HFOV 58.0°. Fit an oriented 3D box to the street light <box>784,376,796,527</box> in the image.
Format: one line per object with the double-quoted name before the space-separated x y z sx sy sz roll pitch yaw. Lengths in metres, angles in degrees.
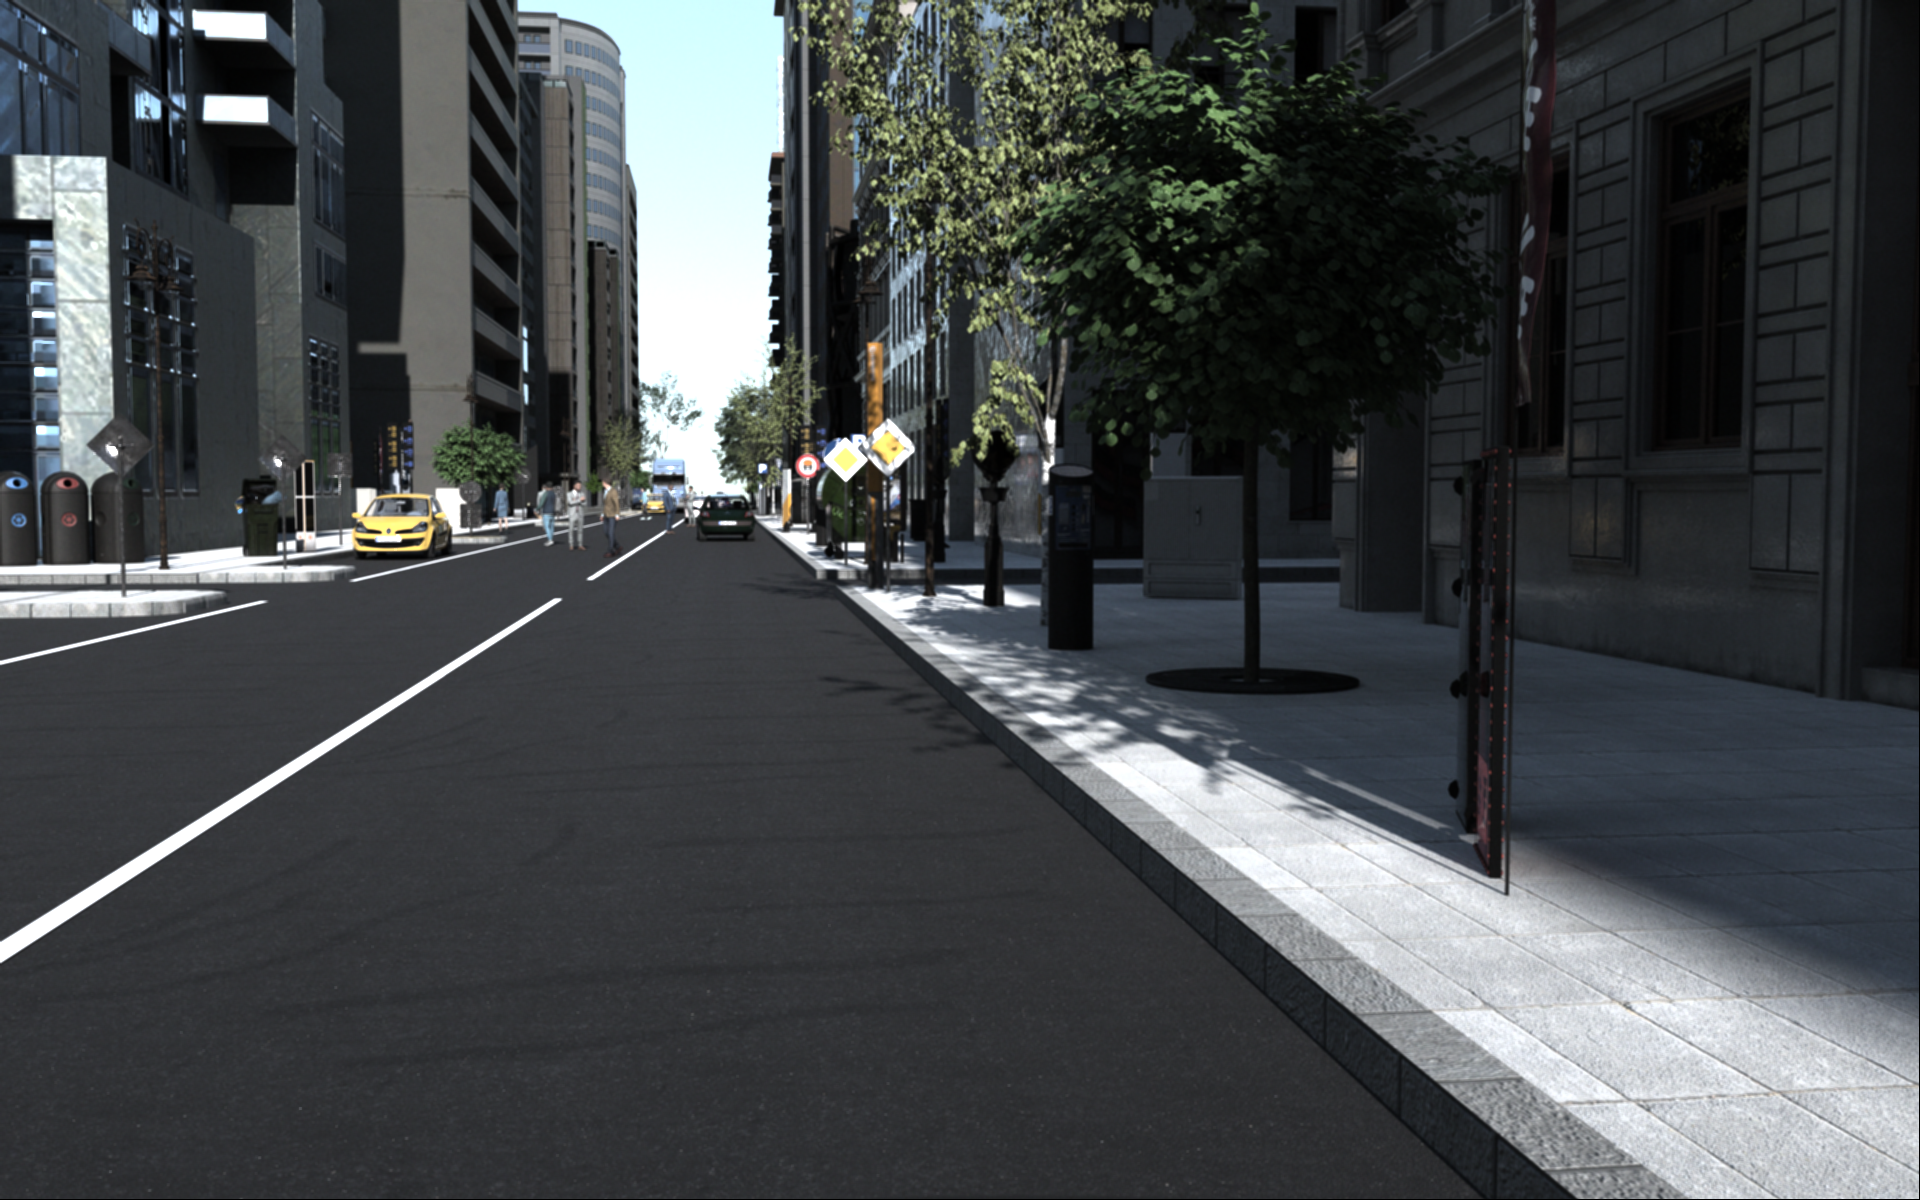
"street light" -6.652 -5.826 68.042 0.468 5.910 1.993 0 4 -8

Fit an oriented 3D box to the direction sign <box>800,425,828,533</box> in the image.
"direction sign" -4.833 -3.978 57.045 0.876 3.537 0.379 -1 4 -16

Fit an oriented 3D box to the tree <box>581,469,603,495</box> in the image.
"tree" -28.718 -8.672 136.387 1.663 3.219 1.824 0 3 0

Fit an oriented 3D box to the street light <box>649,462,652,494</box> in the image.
"street light" -40.212 -15.424 224.969 0.468 5.910 1.993 0 4 -8

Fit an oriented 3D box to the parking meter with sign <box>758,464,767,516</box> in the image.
"parking meter with sign" -11.490 -6.379 100.554 0.543 3.016 1.738 -1 4 -9

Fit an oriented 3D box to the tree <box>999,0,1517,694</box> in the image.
"tree" 1.968 -1.714 11.735 4.285 4.588 4.351 0 3 0

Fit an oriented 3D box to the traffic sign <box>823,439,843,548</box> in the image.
"traffic sign" -2.763 -2.433 39.890 0.768 2.556 0.104 0 4 -7

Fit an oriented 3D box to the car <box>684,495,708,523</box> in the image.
"car" -12.865 -4.571 87.092 2.083 1.381 4.827 0 4 -6

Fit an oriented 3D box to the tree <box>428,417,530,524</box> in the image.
"tree" -21.073 -5.745 77.651 4.285 4.588 4.351 0 3 0

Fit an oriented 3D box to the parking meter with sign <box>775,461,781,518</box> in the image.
"parking meter with sign" -8.774 -5.788 90.892 1.738 3.016 0.543 1 4 17

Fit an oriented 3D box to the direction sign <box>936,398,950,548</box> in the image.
"direction sign" -0.421 -3.019 41.352 0.379 3.537 0.876 -1 4 -19

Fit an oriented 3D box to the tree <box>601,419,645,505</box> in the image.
"tree" -32.978 -13.400 169.454 4.360 8.622 3.978 0 3 0

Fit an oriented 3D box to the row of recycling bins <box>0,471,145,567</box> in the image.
"row of recycling bins" -16.648 -1.476 31.251 3.534 1.692 1.069 -3 5 -45

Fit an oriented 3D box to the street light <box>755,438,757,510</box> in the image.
"street light" -16.887 -10.420 143.157 0.468 5.910 1.993 0 4 -8

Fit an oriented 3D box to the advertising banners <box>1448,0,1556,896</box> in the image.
"advertising banners" 1.839 -0.597 5.950 0.090 3.025 2.074 1 4 11

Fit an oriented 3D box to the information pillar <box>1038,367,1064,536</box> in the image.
"information pillar" 1.656 -2.439 31.240 0.504 3.616 0.183 2 4 28

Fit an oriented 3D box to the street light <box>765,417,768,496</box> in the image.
"street light" -11.677 -8.067 104.679 0.468 5.910 1.993 0 4 -8

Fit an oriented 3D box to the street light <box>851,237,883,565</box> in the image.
"street light" -1.679 -3.585 31.399 0.468 5.910 1.993 0 4 -8

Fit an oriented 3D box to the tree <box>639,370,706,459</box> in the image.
"tree" -44.003 -24.834 261.924 12.611 20.169 13.585 0 3 0

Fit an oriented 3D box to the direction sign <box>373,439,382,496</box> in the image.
"direction sign" -23.827 -4.831 70.981 0.379 3.537 0.876 -3 5 -41

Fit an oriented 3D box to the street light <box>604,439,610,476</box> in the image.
"street light" -28.983 -10.377 142.447 0.468 5.910 1.993 0 4 -8

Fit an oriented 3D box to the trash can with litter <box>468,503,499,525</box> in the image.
"trash can with litter" -19.892 -3.642 70.600 2.233 1.210 1.678 -1 4 -12

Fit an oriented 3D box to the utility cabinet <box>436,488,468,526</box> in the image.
"utility cabinet" -19.948 -3.631 68.050 1.173 1.500 0.318 0 3 0

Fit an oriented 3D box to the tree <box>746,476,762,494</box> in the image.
"tree" -19.310 -10.533 166.809 1.663 3.219 1.824 0 3 0

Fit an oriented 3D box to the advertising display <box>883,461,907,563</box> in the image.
"advertising display" -1.300 -1.672 32.543 0.123 1.923 0.974 -2 4 -32

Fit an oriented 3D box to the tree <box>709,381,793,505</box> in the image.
"tree" -23.365 -17.674 195.619 9.857 13.997 8.962 0 3 0

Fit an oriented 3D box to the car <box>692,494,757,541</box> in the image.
"car" -7.331 -2.709 54.072 2.009 1.686 4.222 -1 4 -10

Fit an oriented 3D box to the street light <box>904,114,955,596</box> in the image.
"street light" -0.383 -2.987 21.620 0.468 5.910 1.993 0 4 -8

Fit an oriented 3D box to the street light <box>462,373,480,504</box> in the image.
"street light" -18.668 -5.717 66.264 0.468 5.910 1.993 0 4 -8

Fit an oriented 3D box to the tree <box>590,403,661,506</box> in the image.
"tree" -34.675 -14.939 178.669 8.767 10.594 7.601 1 4 17

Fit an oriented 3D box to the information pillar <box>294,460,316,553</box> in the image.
"information pillar" -14.344 -2.045 37.934 0.304 2.012 0.304 2 4 31

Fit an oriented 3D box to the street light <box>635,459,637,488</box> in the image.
"street light" -35.085 -13.154 187.863 0.468 5.910 1.993 0 4 -8

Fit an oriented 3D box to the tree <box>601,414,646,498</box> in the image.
"tree" -31.506 -12.867 160.729 4.737 8.622 4.395 0 3 0

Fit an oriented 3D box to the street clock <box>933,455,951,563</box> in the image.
"street clock" -0.404 -1.708 32.489 0.358 2.002 0.471 2 4 35

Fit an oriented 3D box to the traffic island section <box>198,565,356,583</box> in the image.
"traffic island section" -11.507 -0.440 29.477 2.009 0.180 2.903 0 4 -8

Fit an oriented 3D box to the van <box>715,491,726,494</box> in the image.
"van" -31.127 -13.375 225.690 2.013 2.044 4.112 0 4 -6

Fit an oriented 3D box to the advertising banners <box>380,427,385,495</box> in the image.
"advertising banners" -15.341 -3.045 45.972 0.090 3.025 2.074 -1 4 -17

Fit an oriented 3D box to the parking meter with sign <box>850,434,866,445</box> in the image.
"parking meter with sign" -2.674 -3.265 49.638 0.543 3.016 1.738 -1 4 -18

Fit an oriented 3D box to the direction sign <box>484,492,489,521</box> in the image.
"direction sign" -22.185 -5.457 81.216 0.379 3.537 0.876 3 5 39

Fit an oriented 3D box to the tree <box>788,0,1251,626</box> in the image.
"tree" 0.623 -4.059 16.722 4.737 8.622 4.395 0 3 0

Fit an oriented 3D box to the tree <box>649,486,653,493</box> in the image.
"tree" -42.582 -15.110 241.642 1.663 3.219 1.824 0 3 0

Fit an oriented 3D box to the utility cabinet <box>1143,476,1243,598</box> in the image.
"utility cabinet" 2.855 -0.769 21.258 1.173 1.500 0.318 1 4 22

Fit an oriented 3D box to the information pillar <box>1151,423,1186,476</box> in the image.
"information pillar" 2.833 -1.964 23.474 0.504 3.616 0.183 -1 4 -13

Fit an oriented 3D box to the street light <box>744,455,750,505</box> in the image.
"street light" -21.925 -12.661 179.792 0.468 5.910 1.993 0 4 -8

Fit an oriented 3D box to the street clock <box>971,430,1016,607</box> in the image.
"street clock" 0.387 -0.932 19.806 0.471 2.002 0.358 -1 4 -20

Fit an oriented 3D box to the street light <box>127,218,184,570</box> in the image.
"street light" -13.549 -3.457 29.312 0.468 5.910 1.993 0 4 -8

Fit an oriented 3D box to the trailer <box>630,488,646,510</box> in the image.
"trailer" -28.027 -8.814 151.162 1.471 1.999 3.904 0 4 -6

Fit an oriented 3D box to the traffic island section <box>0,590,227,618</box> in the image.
"traffic island section" -10.431 0.044 21.564 2.009 0.180 2.903 0 4 -8

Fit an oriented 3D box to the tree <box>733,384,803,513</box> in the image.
"tree" -12.622 -10.059 114.824 4.360 8.622 3.978 0 3 0

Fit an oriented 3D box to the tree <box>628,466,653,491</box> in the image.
"tree" -36.972 -13.264 200.583 4.285 4.588 4.351 0 3 0

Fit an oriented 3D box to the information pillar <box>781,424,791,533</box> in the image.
"information pillar" -5.779 -4.056 57.668 0.183 3.616 0.504 -2 4 -31

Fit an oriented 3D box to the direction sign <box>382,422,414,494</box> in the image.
"direction sign" -17.722 -3.848 54.914 0.876 3.537 0.379 1 4 10

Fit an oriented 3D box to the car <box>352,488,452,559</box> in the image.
"car" -12.630 -1.778 39.298 2.015 1.641 3.980 -1 4 -8

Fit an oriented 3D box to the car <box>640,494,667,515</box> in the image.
"car" -21.386 -6.795 121.327 2.015 1.641 3.980 -1 4 -9

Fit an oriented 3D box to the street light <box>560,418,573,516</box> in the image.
"street light" -23.890 -8.132 105.742 0.468 5.910 1.993 0 4 -8

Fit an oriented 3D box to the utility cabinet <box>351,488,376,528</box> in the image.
"utility cabinet" -22.444 -3.452 65.123 1.173 1.500 0.318 2 4 30
